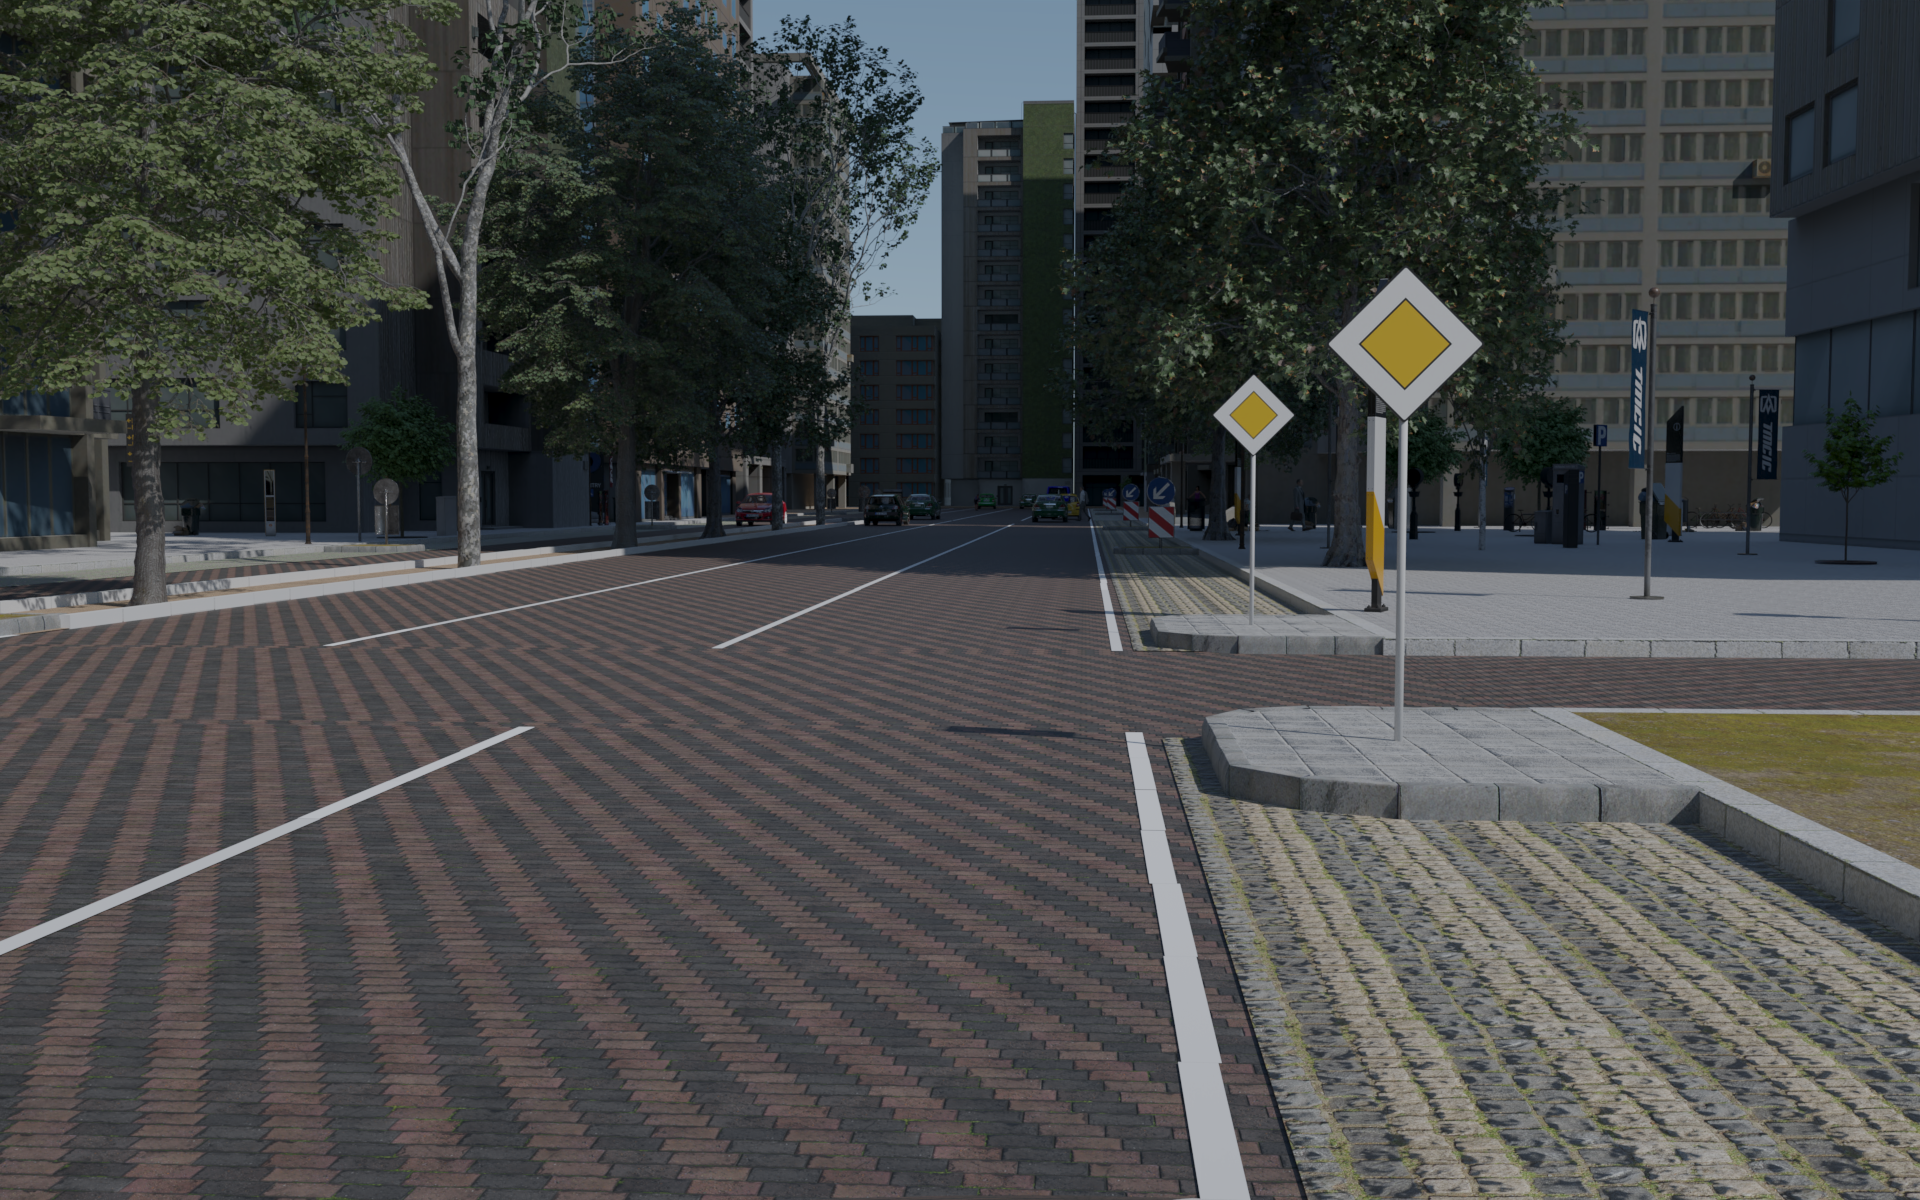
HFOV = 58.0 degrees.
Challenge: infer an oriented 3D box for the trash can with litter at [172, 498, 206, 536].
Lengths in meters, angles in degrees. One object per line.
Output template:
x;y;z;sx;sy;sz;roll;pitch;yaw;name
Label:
-23.864;-2.579;53.548;0.624;1.170;1.055;0;4;5;trash can with litter

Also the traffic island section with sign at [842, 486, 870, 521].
-5.199;-5.161;92.527;2.006;1.907;1.989;0;4;4;traffic island section with sign

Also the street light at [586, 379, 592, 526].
-14.921;-5.927;69.694;0.468;5.910;1.993;0;4;4;street light

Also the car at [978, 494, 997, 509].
2.577;-9.605;165.840;1.959;1.807;4.718;0;4;2;car

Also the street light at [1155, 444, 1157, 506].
10.340;-7.248;91.290;0.468;5.910;1.993;0;4;4;street light

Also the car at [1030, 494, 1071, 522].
4.655;-4.737;89.241;2.131;1.459;4.920;0;4;4;car

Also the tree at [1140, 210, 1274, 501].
8.631;-8.535;57.674;7.486;12.596;7.792;0;3;0;tree

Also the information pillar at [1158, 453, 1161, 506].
9.256;-5.448;80.427;0.183;3.616;0.504;0;4;8;information pillar

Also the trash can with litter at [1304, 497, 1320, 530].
12.779;-3.160;63.048;0.624;1.170;1.055;1;4;14;trash can with litter

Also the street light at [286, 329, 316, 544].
-16.703;-4.368;44.207;0.468;5.910;1.993;0;4;4;street light

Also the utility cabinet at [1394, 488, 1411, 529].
15.899;-3.278;62.268;0.318;1.500;1.173;2;4;27;utility cabinet

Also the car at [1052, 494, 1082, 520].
6.017;-5.354;97.766;2.015;1.641;3.980;0;4;4;car

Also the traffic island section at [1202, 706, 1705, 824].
2.319;0.813;8.985;2.009;0.180;2.903;0;4;4;traffic island section

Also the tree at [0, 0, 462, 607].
-10.225;-6.187;21.749;7.486;12.596;7.792;0;3;0;tree

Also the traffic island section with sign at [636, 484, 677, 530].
-12.532;-3.755;70.016;1.989;1.847;2.006;0;4;4;traffic island section with sign

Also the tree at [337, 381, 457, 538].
-16.397;-4.094;50.657;4.285;4.588;4.351;0;3;0;tree

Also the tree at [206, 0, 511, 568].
-10.390;-10.678;32.931;12.611;20.169;13.585;0;3;0;tree

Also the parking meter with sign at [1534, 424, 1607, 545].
15.509;-2.928;44.130;0.543;3.016;1.738;-3;5;-42;parking meter with sign

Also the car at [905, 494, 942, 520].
-2.143;-5.262;97.831;2.131;1.459;4.920;0;4;5;car

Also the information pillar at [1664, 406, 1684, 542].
19.019;-3.349;46.113;0.183;3.616;0.504;-2;4;-30;information pillar

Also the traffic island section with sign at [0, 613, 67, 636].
-10.607;-0.578;17.582;2.006;1.907;1.989;0;4;4;traffic island section with sign

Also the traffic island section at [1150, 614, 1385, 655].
2.895;0.326;16.950;2.009;0.180;2.903;0;4;4;traffic island section

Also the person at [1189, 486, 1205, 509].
12.999;-5.403;95.066;1.217;1.739;0.721;3;4;38;person

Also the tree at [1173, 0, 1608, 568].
6.787;-6.931;30.322;9.611;12.733;9.660;0;3;0;tree

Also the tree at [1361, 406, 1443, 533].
15.107;-4.529;57.766;4.285;4.588;4.351;0;3;0;tree

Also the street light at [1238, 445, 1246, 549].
6.573;-4.123;40.204;0.468;5.910;1.993;0;4;4;street light

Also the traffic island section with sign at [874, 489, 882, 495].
-6.972;-8.461;146.964;1.989;1.847;2.006;0;4;4;traffic island section with sign

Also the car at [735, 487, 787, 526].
-9.043;-4.271;78.872;2.155;1.783;4.494;0;4;4;car

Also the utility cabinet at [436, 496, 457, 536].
-15.881;-2.592;53.546;0.306;1.237;1.020;0;4;4;utility cabinet

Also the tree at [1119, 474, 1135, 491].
16.409;-10.646;168.670;1.663;3.219;1.824;0;3;0;tree

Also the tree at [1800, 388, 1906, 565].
16.158;-2.271;31.731;1.663;3.219;1.824;0;3;0;tree

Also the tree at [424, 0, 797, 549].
-8.648;-8.271;44.337;9.857;13.997;8.962;0;3;0;tree

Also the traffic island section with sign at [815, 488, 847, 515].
-8.908;-6.815;120.052;1.989;1.847;2.006;0;4;4;traffic island section with sign

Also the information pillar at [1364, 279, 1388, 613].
4.515;-1.676;18.760;0.183;3.616;0.504;2;4;27;information pillar

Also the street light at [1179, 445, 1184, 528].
8.421;-5.682;65.685;0.468;5.910;1.993;0;4;4;street light

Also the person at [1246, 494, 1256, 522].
10.371;-3.183;62.336;0.590;1.304;0.306;0;4;4;person

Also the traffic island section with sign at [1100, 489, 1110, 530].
6.618;-3.654;68.370;1.989;1.847;2.006;0;4;4;traffic island section with sign

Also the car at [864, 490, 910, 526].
-3.353;-4.279;79.741;2.009;1.686;4.222;0;4;5;car

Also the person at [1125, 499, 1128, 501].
13.981;-8.475;145.405;0.742;1.727;0.445;-1;4;-23;person

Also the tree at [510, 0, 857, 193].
-7.996;-12.649;65.161;12.611;20.169;13.585;0;3;0;tree

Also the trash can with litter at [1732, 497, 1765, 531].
27.189;-2.960;59.776;0.624;1.170;1.055;-2;4;-32;trash can with litter

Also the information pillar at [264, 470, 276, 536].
-20.938;-2.939;52.547;0.304;2.012;0.304;-1;4;-23;information pillar

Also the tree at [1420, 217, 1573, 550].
11.723;-5.449;39.454;4.360;8.622;3.978;0;3;0;tree

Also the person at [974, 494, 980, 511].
1.459;-8.364;148.486;0.421;1.427;0.697;-1;4;-21;person

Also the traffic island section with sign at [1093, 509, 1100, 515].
10.244;-6.721;118.511;1.989;1.847;2.006;0;4;4;traffic island section with sign

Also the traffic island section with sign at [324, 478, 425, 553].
-14.478;-2.110;43.131;1.989;1.847;2.006;0;4;4;traffic island section with sign

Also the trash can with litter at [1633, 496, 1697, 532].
23.909;-2.907;58.588;2.233;1.210;1.678;1;4;9;trash can with litter

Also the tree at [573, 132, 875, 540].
-7.706;-8.238;54.149;9.611;12.733;9.660;0;3;0;tree

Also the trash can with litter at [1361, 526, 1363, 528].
14.837;-3.348;65.791;1.678;1.210;2.233;1;4;15;trash can with litter

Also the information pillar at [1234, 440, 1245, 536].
8.610;-3.791;53.339;0.183;3.616;0.504;2;4;35;information pillar

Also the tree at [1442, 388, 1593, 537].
17.686;-4.219;52.687;4.285;4.588;4.351;0;3;0;tree

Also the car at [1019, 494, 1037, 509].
6.756;-9.524;167.521;2.131;1.459;4.920;0;4;6;car

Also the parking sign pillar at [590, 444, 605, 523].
-16.423;-5.398;76.732;1.447;3.967;1.447;-1;4;-9;parking sign pillar

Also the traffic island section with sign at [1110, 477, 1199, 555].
4.675;-2.010;41.484;1.989;1.847;2.006;0;4;4;traffic island section with sign
